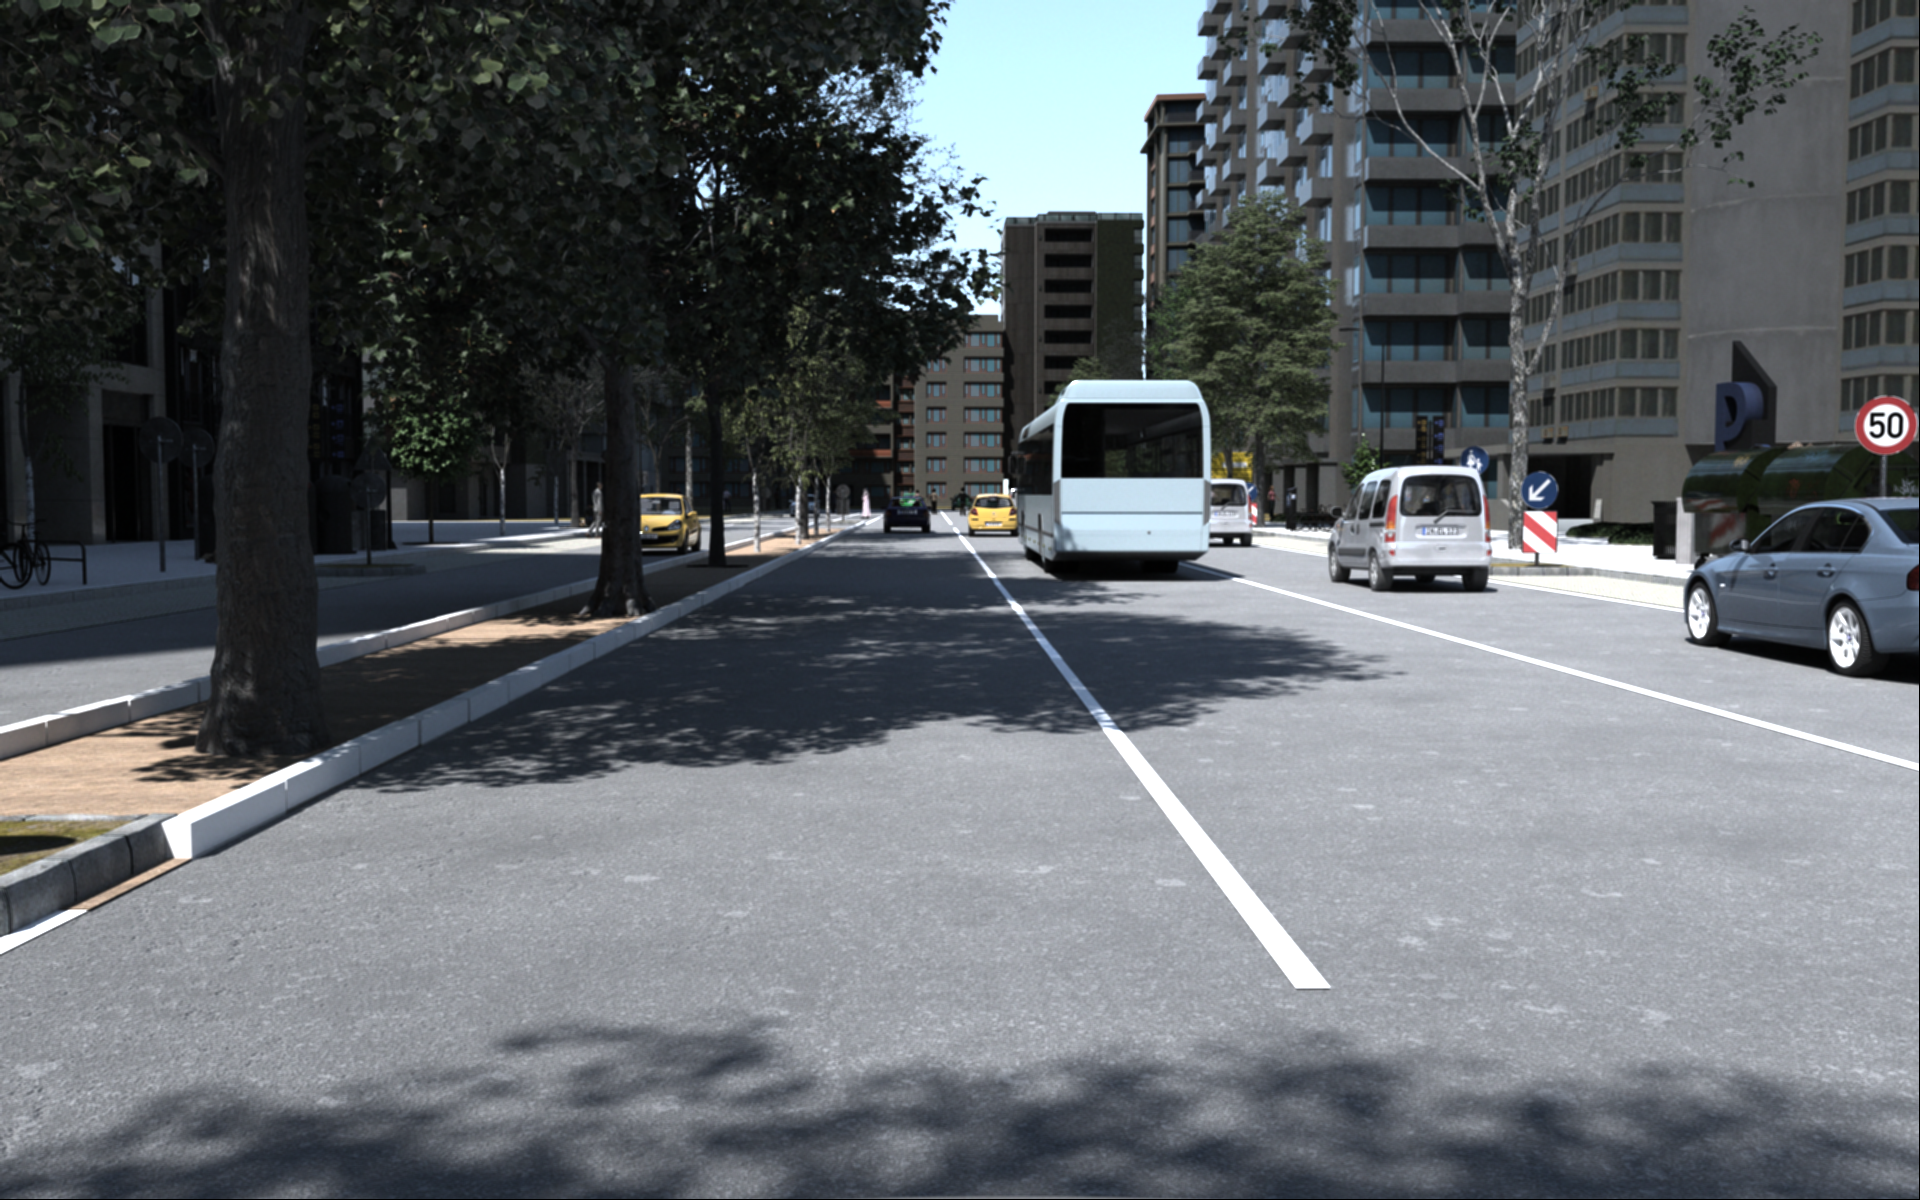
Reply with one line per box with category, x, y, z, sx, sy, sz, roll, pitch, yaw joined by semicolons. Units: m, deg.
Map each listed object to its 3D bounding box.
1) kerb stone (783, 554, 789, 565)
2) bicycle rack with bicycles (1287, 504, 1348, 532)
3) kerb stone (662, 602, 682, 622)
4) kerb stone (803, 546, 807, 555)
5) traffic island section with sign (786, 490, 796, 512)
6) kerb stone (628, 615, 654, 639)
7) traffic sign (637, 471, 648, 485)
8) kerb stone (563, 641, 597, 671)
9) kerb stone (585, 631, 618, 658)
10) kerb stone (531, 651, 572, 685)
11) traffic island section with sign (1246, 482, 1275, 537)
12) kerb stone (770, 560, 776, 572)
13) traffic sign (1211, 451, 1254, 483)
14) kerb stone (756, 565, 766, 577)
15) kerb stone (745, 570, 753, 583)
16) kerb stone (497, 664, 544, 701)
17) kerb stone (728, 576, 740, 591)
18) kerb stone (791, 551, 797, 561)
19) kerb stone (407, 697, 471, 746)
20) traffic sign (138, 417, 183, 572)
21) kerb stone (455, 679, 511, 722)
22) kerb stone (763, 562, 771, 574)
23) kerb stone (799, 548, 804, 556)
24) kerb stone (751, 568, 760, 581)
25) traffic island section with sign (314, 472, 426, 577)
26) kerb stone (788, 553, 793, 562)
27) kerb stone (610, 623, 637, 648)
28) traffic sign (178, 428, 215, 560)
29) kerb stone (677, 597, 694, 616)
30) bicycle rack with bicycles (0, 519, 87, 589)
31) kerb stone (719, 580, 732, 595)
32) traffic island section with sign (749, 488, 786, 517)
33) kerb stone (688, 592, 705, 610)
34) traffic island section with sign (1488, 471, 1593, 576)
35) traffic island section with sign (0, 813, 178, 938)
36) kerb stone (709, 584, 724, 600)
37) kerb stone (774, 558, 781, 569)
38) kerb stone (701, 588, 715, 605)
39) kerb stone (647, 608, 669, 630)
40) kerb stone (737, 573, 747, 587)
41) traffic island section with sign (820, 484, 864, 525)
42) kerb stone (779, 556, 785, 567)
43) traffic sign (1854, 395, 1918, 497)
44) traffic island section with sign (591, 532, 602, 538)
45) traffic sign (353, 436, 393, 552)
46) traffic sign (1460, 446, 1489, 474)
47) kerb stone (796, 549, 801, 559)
kerb stone;-3.595;-0.782;34.978;0.120;0.150;1.000;0;4;-1
bicycle rack with bicycles;12.457;-2.799;59.147;2.925;0.926;2.852;3;5;40
kerb stone;-3.306;0.160;19.577;0.120;0.150;1.000;0;4;-1
kerb stone;-3.687;-1.092;40.089;0.120;0.150;1.000;0;4;-1
traffic island section with sign;-12.554;-7.717;134.807;1.989;1.847;2.006;0;4;-1
kerb stone;-3.264;0.286;17.524;0.120;0.150;1.000;0;4;-1
traffic sign;-14.033;-4.533;76.251;0.606;2.300;0.079;0;4;4
kerb stone;-3.211;0.479;14.455;0.120;0.150;1.000;0;4;-1
kerb stone;-3.227;0.411;15.480;0.120;0.150;1.000;0;4;-1
kerb stone;-3.190;0.536;13.425;0.120;0.150;1.000;0;4;-1
traffic island section with sign;9.495;-3.058;58.626;1.989;1.847;2.006;0;4;-1
kerb stone;-3.541;-0.594;31.909;0.120;0.150;1.000;0;4;-1
traffic sign;12.715;-5.380;81.839;2.265;3.308;0.079;0;4;3
kerb stone;-3.495;-0.467;29.839;0.120;0.150;1.000;0;4;-1
kerb stone;-3.467;-0.340;27.788;0.120;0.150;1.000;0;4;-1
kerb stone;-3.168;0.599;12.401;0.120;0.150;1.000;0;4;-1
kerb stone;-3.422;-0.215;25.738;0.120;0.150;1.000;0;4;-1
kerb stone;-3.632;-0.906;37.022;0.120;0.150;1.000;0;4;-1
kerb stone;-3.132;0.728;10.348;0.120;0.150;1.000;0;4;-1
traffic sign;-13.157;-1.737;28.508;0.768;2.556;0.104;0;4;6
kerb stone;-3.146;0.662;11.373;0.120;0.150;1.000;0;4;-1
kerb stone;-3.518;-0.531;30.872;0.120;0.150;1.000;0;4;-1
kerb stone;-3.677;-1.027;39.067;0.120;0.150;1.000;0;4;-1
kerb stone;-3.484;-0.400;28.815;0.120;0.150;1.000;0;4;-1
traffic island section with sign;-10.612;-1.349;30.690;1.989;1.847;2.006;0;4;-1
kerb stone;-3.614;-0.838;36.001;0.120;0.150;1.000;0;4;-1
kerb stone;-3.247;0.354;16.502;0.120;0.150;1.000;0;4;-1
traffic sign;-14.769;-2.040;33.453;0.768;2.556;0.104;0;4;5
kerb stone;-3.321;0.100;20.609;0.120;0.150;1.000;0;4;-1
bicycle rack with bicycles;-13.584;-0.657;24.125;2.925;0.926;2.852;3;4;37
kerb stone;-3.406;-0.149;24.707;0.120;0.150;1.000;0;4;-1
traffic island section with sign;-12.058;-6.068;107.833;1.989;1.847;2.006;0;4;-1
kerb stone;-3.347;0.034;21.635;0.120;0.150;1.000;0;4;-1
traffic island section with sign;10.009;-1.372;31.067;1.989;1.847;2.006;0;4;-1
traffic island section with sign;-4.085;0.139;5.861;2.006;1.907;1.989;0;4;-1
kerb stone;-3.384;-0.089;23.684;0.120;0.150;1.000;0;4;-1
kerb stone;-3.558;-0.657;32.932;0.120;0.150;1.000;0;4;-1
kerb stone;-3.359;-0.025;22.663;0.120;0.150;1.000;0;4;-1
kerb stone;-3.280;0.224;18.552;0.120;0.150;1.000;0;4;-1
kerb stone;-3.437;-0.280;26.766;0.120;0.150;1.000;0;4;-1
traffic island section with sign;-5.506;-4.456;80.986;2.006;1.907;1.989;0;4;-1
kerb stone;-3.582;-0.719;33.956;0.120;0.150;1.000;0;4;-1
traffic sign;11.983;-1.369;22.497;0.768;2.556;0.104;1;4;8
traffic island section with sign;-11.113;-2.998;57.641;1.989;1.847;2.006;0;4;-1
traffic sign;-13.079;-2.360;38.585;0.884;2.594;0.081;0;4;-1
traffic sign;13.670;-2.814;46.107;0.768;2.556;0.104;0;4;5
kerb stone;-3.649;-0.969;38.044;0.120;0.150;1.000;0;4;-1
